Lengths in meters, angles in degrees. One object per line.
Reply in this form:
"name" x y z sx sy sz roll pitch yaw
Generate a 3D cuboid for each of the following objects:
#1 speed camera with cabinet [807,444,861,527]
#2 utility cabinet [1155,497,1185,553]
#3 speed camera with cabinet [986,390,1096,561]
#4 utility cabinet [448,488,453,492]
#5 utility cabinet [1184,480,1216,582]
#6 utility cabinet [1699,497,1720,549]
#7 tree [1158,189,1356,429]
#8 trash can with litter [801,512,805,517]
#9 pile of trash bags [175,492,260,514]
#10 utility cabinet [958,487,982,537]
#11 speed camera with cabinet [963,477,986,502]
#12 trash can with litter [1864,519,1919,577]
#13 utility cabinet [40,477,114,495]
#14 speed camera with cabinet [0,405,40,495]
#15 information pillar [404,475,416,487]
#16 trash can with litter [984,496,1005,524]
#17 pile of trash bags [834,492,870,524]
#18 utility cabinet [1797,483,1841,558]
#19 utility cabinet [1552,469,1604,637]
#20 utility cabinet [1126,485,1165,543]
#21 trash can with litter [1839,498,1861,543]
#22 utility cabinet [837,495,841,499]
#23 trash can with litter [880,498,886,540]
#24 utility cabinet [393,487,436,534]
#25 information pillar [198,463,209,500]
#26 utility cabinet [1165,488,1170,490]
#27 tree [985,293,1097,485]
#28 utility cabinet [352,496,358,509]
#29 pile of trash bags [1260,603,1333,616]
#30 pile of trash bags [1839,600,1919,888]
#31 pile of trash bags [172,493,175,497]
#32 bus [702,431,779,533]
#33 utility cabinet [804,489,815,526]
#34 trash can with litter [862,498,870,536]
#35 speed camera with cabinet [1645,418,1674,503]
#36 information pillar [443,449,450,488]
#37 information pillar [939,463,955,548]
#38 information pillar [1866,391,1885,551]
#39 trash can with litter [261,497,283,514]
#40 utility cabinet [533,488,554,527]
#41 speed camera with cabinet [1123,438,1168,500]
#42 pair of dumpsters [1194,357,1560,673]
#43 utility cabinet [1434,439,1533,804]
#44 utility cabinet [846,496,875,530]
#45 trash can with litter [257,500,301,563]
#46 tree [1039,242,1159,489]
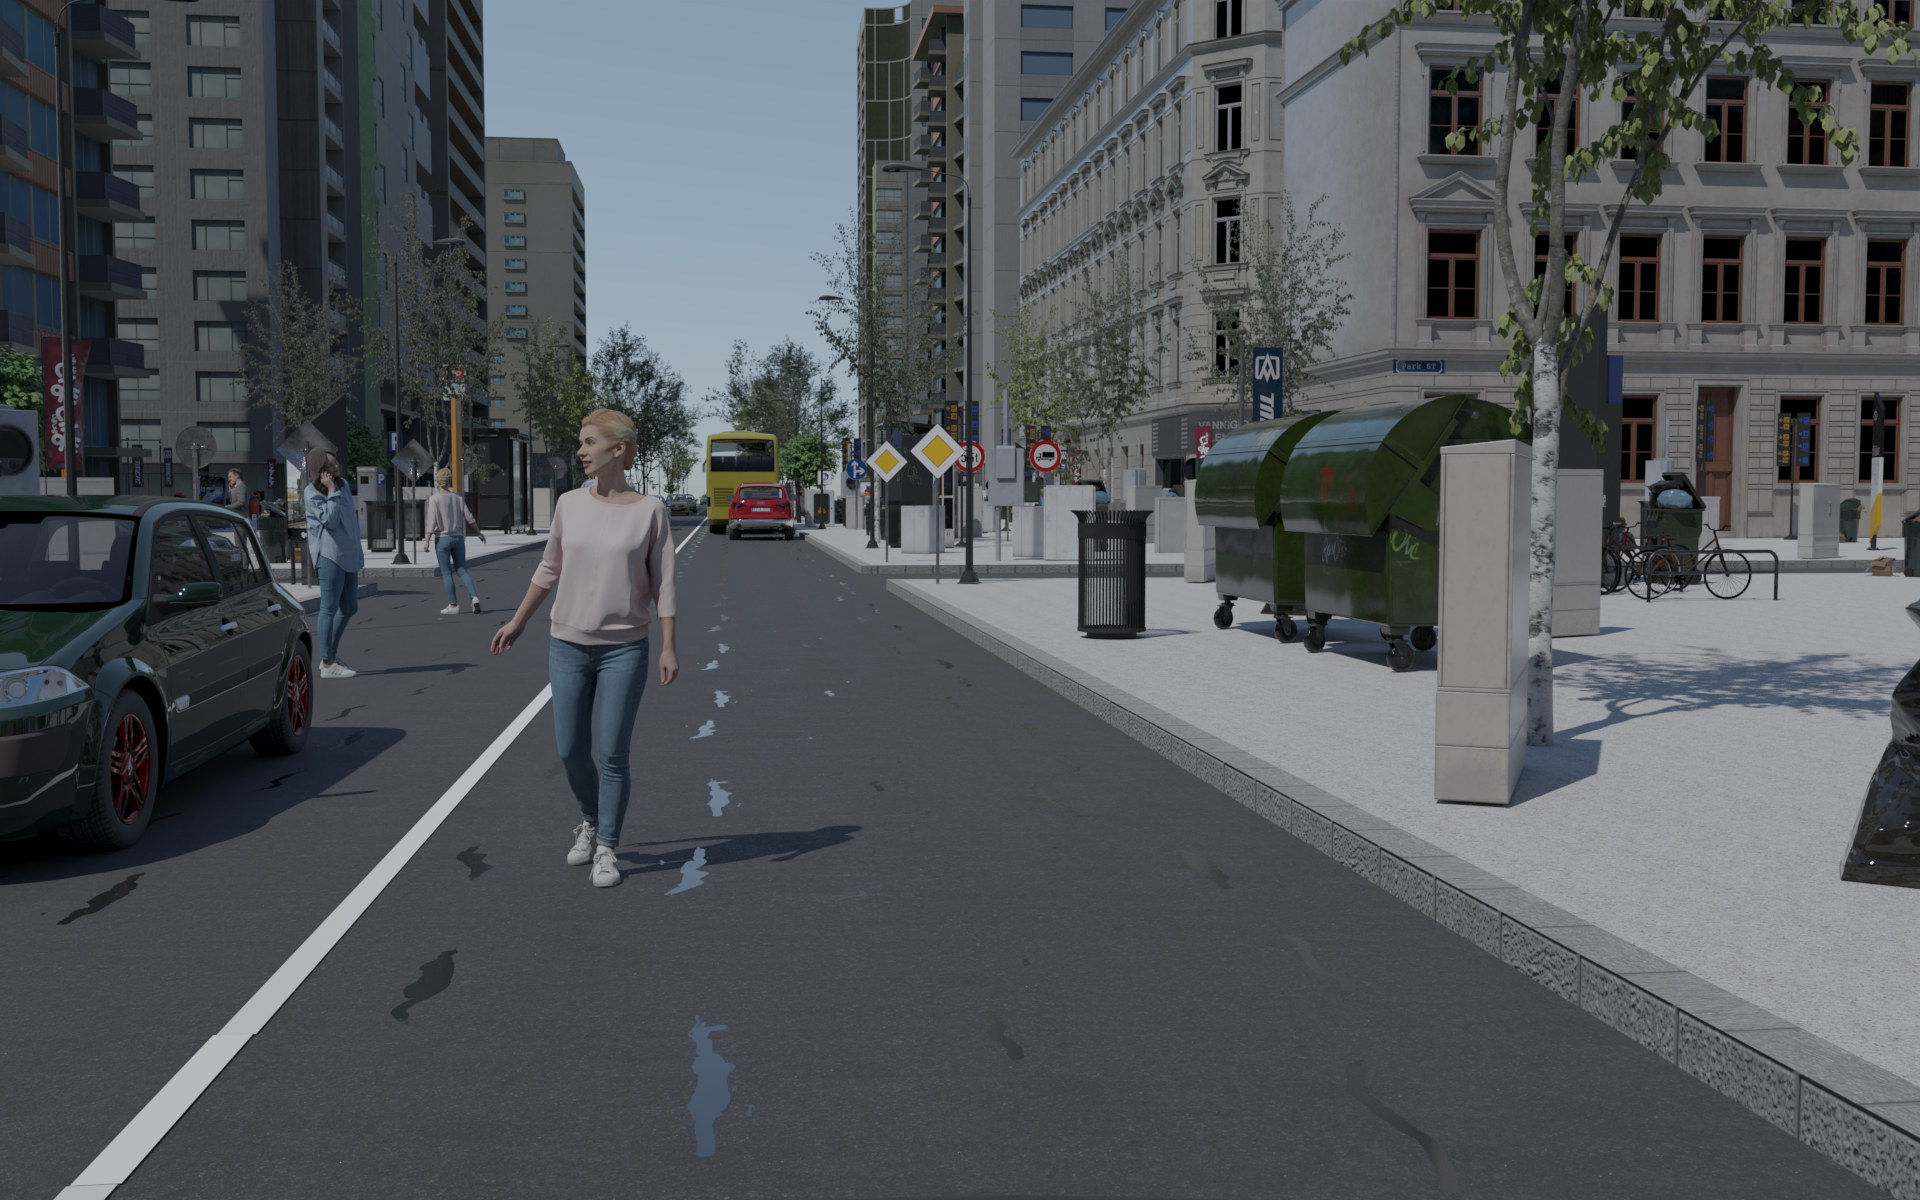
"speed camera with cabinet" -4.935 -4.486 67.687 2.038 3.252 0.660 -1 4 -19
"utility cabinet" 4.754 -1.621 37.665 1.020 1.237 0.306 -1 4 -15
"speed camera with cabinet" 1.578 -2.379 33.230 2.038 3.252 0.660 0 4 4
"utility cabinet" -18.401 -3.263 62.036 1.173 1.500 0.318 0 4 4
"utility cabinet" 3.540 -1.022 25.394 0.318 1.500 1.173 1 4 19
"utility cabinet" 17.608 -1.830 41.087 0.306 1.237 1.020 0 4 -6
"tree" 7.468 -5.550 41.101 4.360 8.622 3.978 0 3 0
"trash can with litter" -8.981 -5.318 98.342 1.055 1.170 0.624 -2 4 -34
"pile of trash bags" -29.423 -3.664 69.665 1.912 1.369 3.447 1 4 17
"utility cabinet" 0.070 -2.597 51.137 1.173 1.500 0.318 0 4 4
"speed camera with cabinet" 1.318 -5.176 78.970 2.038 3.252 0.660 0 4 8
"trash can with litter" 14.642 -0.946 26.862 1.055 1.170 0.624 2 4 35
"utility cabinet" -12.097 -0.902 23.422 1.173 1.500 0.318 -3 5 -40
"speed camera with cabinet" -21.763 -2.813 40.323 0.660 3.252 2.038 2 4 32
"information pillar" -20.798 -3.728 65.446 0.304 2.012 0.304 -3 4 -38
"trash can with litter" 1.262 -3.966 75.896 1.678 1.210 2.233 0 4 -1
"pile of trash bags" -4.584 -4.017 75.425 1.912 1.369 3.447 1 4 20
"utility cabinet" 17.088 -1.575 34.423 1.173 1.500 0.318 -3 5 -40
"utility cabinet" 5.198 -0.414 15.448 1.173 1.500 0.318 -2 4 -30
"utility cabinet" 4.781 -2.225 45.059 0.318 1.500 1.173 3 5 42
"trash can with litter" 23.326 -2.093 45.600 1.055 1.170 0.624 -2 4 -35
"utility cabinet" -6.083 -4.787 89.435 0.306 1.237 1.020 1 4 13
"trash can with litter" -1.744 -2.238 47.974 1.055 1.170 0.624 1 4 15
"utility cabinet" -17.517 -2.866 55.535 1.173 1.500 0.318 -1 4 -9
"information pillar" -35.627 -5.522 81.645 0.504 3.616 0.183 -2 4 -30
"utility cabinet" 7.993 -3.510 66.066 0.318 1.500 1.173 1 4 15
"tree" 2.803 -6.895 63.104 4.737 8.622 4.395 0 3 0
"utility cabinet" -21.512 -3.088 61.655 0.306 1.237 1.020 3 5 40
"pile of trash bags" 4.706 -0.598 19.535 1.912 1.369 3.447 2 4 28
"pile of trash bags" 4.397 0.290 5.006 1.912 1.369 3.447 -2 4 -29
"pile of trash bags" -34.192 -4.236 79.007 3.447 1.369 1.912 0 4 -2
"bus" -8.454 -4.585 66.512 2.896 3.916 12.252 -1 4 -8
"utility cabinet" -6.032 -3.731 69.687 0.318 1.500 1.173 0 4 2
"trash can with litter" -2.438 -2.557 53.192 1.055 1.170 0.624 -1 4 -18
"speed camera with cabinet" 18.665 -3.149 45.820 0.660 3.252 2.038 3 4 36
"information pillar" -25.517 -5.796 86.112 0.504 3.616 0.183 3 5 45
"information pillar" -0.320 -2.231 40.971 0.304 2.012 0.304 -1 4 -18
"information pillar" 20.784 -2.929 39.251 0.183 3.616 0.504 1 4 10
"trash can with litter" -16.383 -1.873 41.689 1.678 1.210 2.233 1 4 15
"utility cabinet" -16.041 -3.516 66.164 1.173 1.500 0.318 2 4 25
"speed camera with cabinet" 6.693 -4.153 62.244 0.660 3.252 2.038 3 5 43
"pair of dumpsters" 3.301 -0.730 14.432 1.574 2.255 4.437 0 4 -8
"utility cabinet" 2.301 0.065 7.610 0.318 1.500 1.173 1 4 21
"utility cabinet" -3.594 -3.146 62.605 1.020 1.237 0.306 1 4 8
"trash can with litter" -12.503 -1.273 32.198 1.055 1.170 0.624 -1 4 -10
"tree" 4.266 -6.177 51.350 4.360 8.622 3.978 0 3 0
